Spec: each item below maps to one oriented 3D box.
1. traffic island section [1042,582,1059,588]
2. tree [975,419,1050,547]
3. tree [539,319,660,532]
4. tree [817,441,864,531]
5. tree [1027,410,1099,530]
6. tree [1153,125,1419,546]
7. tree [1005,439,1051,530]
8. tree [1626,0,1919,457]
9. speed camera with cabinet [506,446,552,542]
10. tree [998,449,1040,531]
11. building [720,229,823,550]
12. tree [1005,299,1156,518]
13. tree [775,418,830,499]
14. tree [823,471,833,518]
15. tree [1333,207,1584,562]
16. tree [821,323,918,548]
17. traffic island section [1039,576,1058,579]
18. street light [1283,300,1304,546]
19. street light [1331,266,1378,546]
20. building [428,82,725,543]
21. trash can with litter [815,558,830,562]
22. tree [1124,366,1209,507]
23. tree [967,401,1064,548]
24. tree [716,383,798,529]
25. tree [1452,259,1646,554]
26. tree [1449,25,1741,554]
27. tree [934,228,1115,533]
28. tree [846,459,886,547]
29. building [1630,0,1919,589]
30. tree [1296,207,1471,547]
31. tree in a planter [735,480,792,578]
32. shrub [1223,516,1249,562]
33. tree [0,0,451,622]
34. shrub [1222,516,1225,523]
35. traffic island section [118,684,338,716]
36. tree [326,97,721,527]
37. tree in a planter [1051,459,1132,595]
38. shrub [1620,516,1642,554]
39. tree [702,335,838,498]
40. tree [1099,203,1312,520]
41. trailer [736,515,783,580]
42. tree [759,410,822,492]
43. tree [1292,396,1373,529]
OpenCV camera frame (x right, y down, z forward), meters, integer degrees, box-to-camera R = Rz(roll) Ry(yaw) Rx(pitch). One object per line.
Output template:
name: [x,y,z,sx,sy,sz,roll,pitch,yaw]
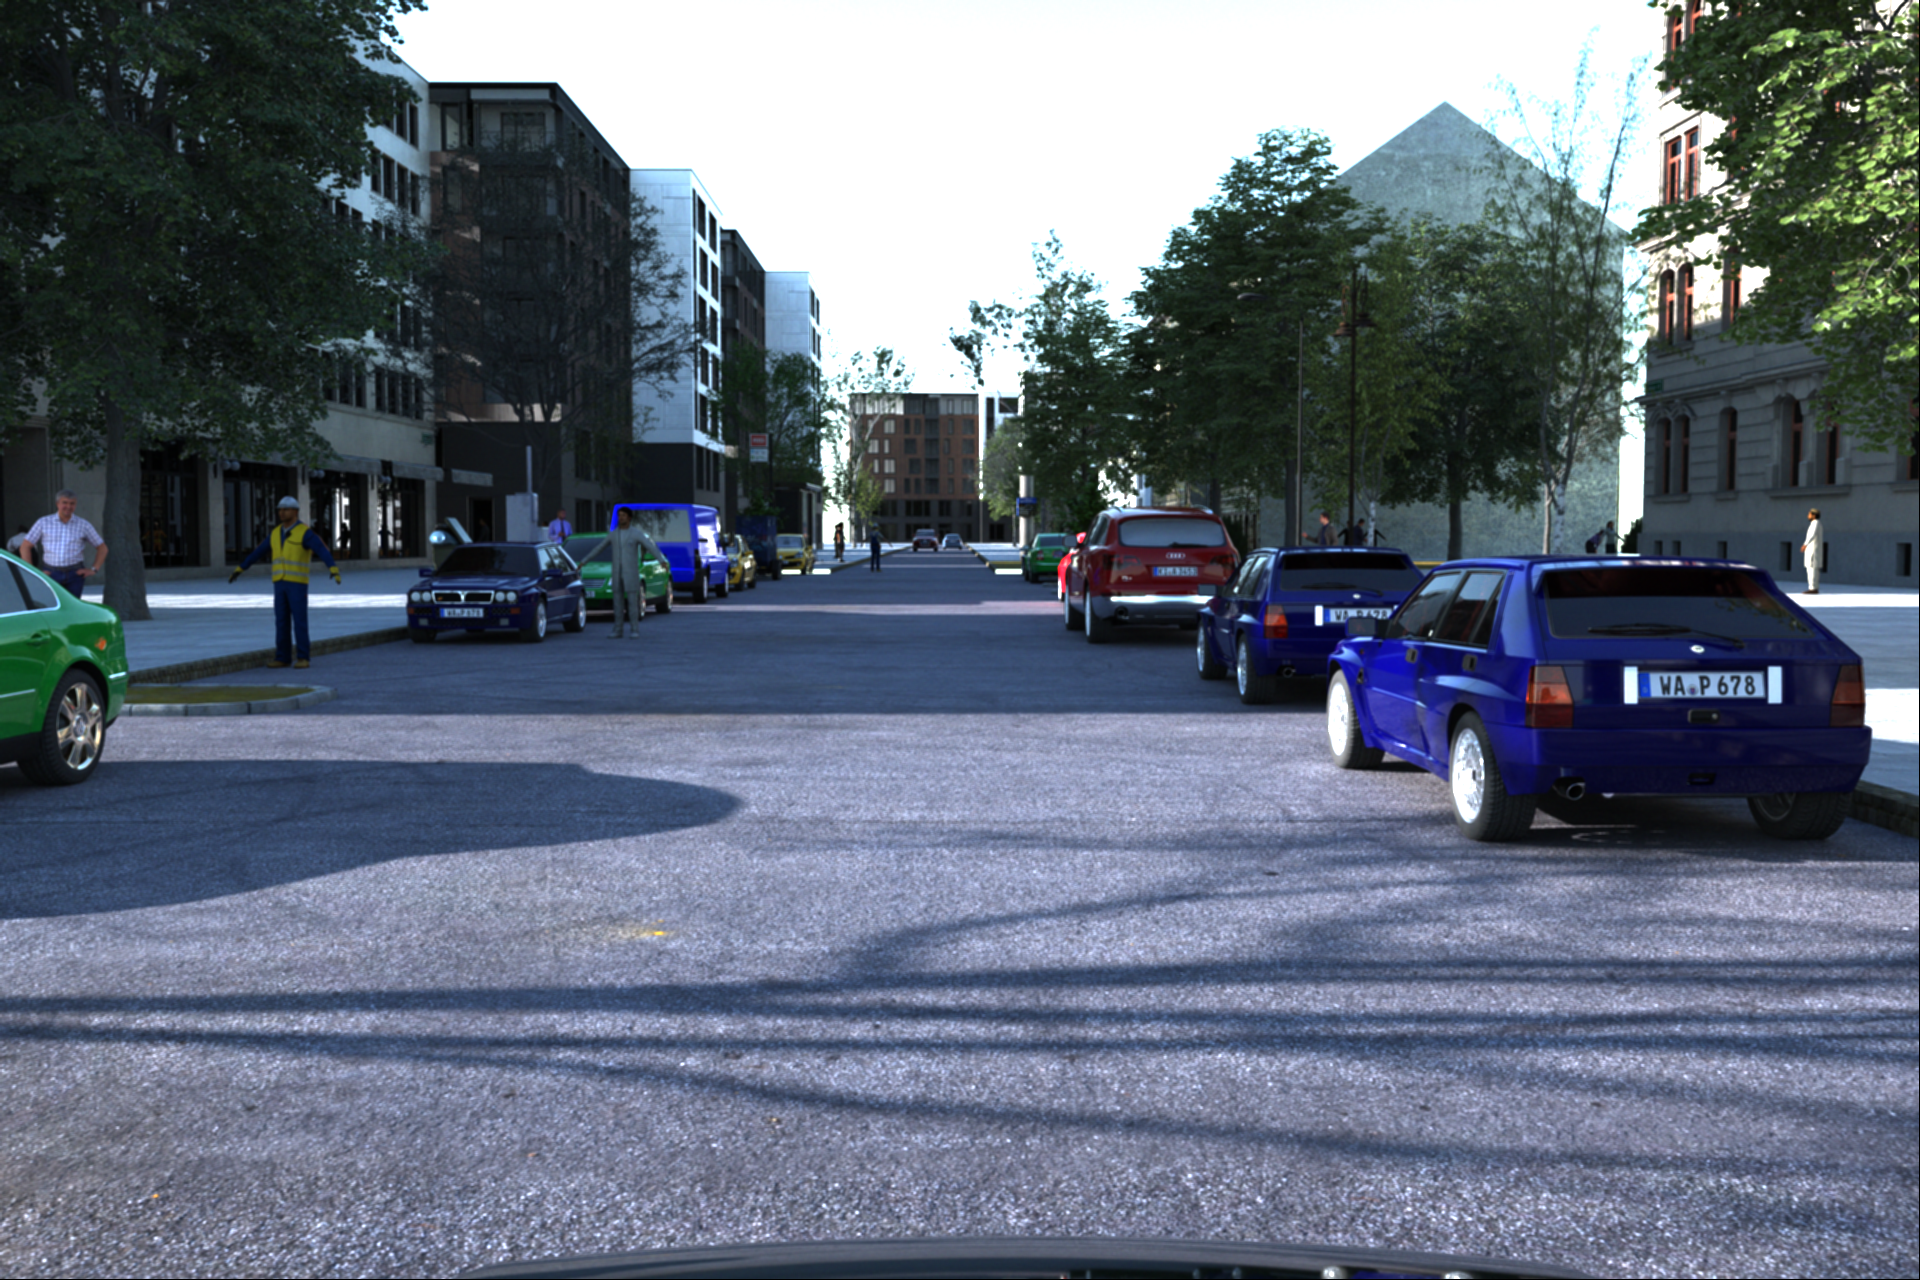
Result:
traffic island section: [3.252,-1.492,47.254,1.991,0.108,1.994,0,4,0]
tree: [4.933,-15.332,168.798,7.486,12.596,7.792,0,3,0]
tree: [-11.851,-6.636,58.867,4.360,8.622,3.978,0,3,0]
tree: [-9.254,-11.363,136.142,4.737,8.622,4.395,0,3,0]
tree: [6.372,-8.927,96.326,4.360,8.622,3.978,0,3,0]
tree: [9.002,-8.012,49.121,7.486,12.596,7.792,0,3,0]
tree: [5.578,-11.240,134.139,4.737,8.622,4.395,0,3,0]
tree: [9.242,-5.904,14.658,7.486,12.596,7.792,0,3,0]
speed camera with cabinet: [-9.874,-2.774,39.691,0.660,3.252,2.038,0,3,0]
tree: [5.506,-11.857,144.222,4.737,8.622,4.395,0,3,0]
building: [-25.605,-17.647,132.496,27.936,21.610,32.646,0,4,0]
tree: [6.070,-10.107,83.375,7.486,12.596,7.792,0,3,0]
tree: [-9.987,-9.702,108.982,4.737,8.622,4.395,0,3,0]
tree: [-22.360,-20.669,256.061,7.486,12.596,7.792,0,3,0]
tree: [19.113,-9.794,66.793,9.857,13.997,8.962,0,3,0]
tree: [-11.004,-18.432,157.256,12.611,20.169,13.585,0,3,0]
traffic island section: [3.166,-2.015,55.807,1.991,0.108,1.994,0,4,-1]
street light: [7.149,-3.735,33.610,1.470,5.913,1.316,0,4,-1]
street light: [6.833,-3.510,30.169,0.468,5.910,1.993,0,4,0]
building: [-28.892,-15.345,94.873,27.936,21.610,32.646,0,4,-1]
trash can with litter: [-6.908,-4.317,81.642,1.678,1.210,2.233,0,4,0]
tree: [9.655,-7.543,73.692,4.360,8.622,3.978,0,3,0]
tree: [5.688,-15.102,157.295,12.009,13.543,11.850,0,3,0]
tree: [-9.642,-8.173,83.984,4.360,8.622,3.978,0,3,0]
tree: [26.412,-10.210,77.311,12.009,13.543,11.850,0,3,0]
tree: [8.880,-4.627,26.018,4.360,8.622,3.978,0,3,0]
tree: [4.722,-15.549,110.117,12.611,20.169,13.585,0,3,0]
tree: [-9.259,-13.342,168.506,4.737,8.622,4.395,0,3,0]
building: [28.598,-15.768,45.202,14.401,28.519,23.554,0,4,0]
tree: [9.597,-5.486,40.066,4.737,8.622,4.395,0,3,0]
tree in a planter: [-6.584,-3.651,56.913,1.991,3.239,1.994,0,4,1]
shrub: [10.290,-3.781,66.241,1.690,2.028,1.600,0,3,0]
tree: [-12.401,-7.265,25.440,9.857,13.997,8.962,0,3,0]
shrub: [10.449,-3.952,69.036,1.690,2.028,1.600,0,3,0]
traffic island section: [-6.410,0.506,14.593,1.991,0.108,1.994,0,4,0]
tree: [-11.895,-8.454,48.591,12.009,13.543,11.850,0,3,0]
tree in a planter: [3.186,-2.701,41.389,1.991,3.239,1.994,0,4,1]
shrub: [26.841,-3.906,68.285,1.690,2.028,1.600,0,3,0]
tree: [-10.050,-10.140,91.550,9.928,11.665,9.643,0,3,0]
tree: [8.533,-8.683,60.099,7.486,12.596,7.792,0,3,0]
trailer: [-6.336,-2.835,53.395,1.471,1.999,3.904,0,4,0]
tree: [-9.908,-9.188,100.588,4.360,8.622,3.978,0,3,0]
tree: [16.952,-7.928,79.979,4.360,8.622,3.978,0,3,0]
